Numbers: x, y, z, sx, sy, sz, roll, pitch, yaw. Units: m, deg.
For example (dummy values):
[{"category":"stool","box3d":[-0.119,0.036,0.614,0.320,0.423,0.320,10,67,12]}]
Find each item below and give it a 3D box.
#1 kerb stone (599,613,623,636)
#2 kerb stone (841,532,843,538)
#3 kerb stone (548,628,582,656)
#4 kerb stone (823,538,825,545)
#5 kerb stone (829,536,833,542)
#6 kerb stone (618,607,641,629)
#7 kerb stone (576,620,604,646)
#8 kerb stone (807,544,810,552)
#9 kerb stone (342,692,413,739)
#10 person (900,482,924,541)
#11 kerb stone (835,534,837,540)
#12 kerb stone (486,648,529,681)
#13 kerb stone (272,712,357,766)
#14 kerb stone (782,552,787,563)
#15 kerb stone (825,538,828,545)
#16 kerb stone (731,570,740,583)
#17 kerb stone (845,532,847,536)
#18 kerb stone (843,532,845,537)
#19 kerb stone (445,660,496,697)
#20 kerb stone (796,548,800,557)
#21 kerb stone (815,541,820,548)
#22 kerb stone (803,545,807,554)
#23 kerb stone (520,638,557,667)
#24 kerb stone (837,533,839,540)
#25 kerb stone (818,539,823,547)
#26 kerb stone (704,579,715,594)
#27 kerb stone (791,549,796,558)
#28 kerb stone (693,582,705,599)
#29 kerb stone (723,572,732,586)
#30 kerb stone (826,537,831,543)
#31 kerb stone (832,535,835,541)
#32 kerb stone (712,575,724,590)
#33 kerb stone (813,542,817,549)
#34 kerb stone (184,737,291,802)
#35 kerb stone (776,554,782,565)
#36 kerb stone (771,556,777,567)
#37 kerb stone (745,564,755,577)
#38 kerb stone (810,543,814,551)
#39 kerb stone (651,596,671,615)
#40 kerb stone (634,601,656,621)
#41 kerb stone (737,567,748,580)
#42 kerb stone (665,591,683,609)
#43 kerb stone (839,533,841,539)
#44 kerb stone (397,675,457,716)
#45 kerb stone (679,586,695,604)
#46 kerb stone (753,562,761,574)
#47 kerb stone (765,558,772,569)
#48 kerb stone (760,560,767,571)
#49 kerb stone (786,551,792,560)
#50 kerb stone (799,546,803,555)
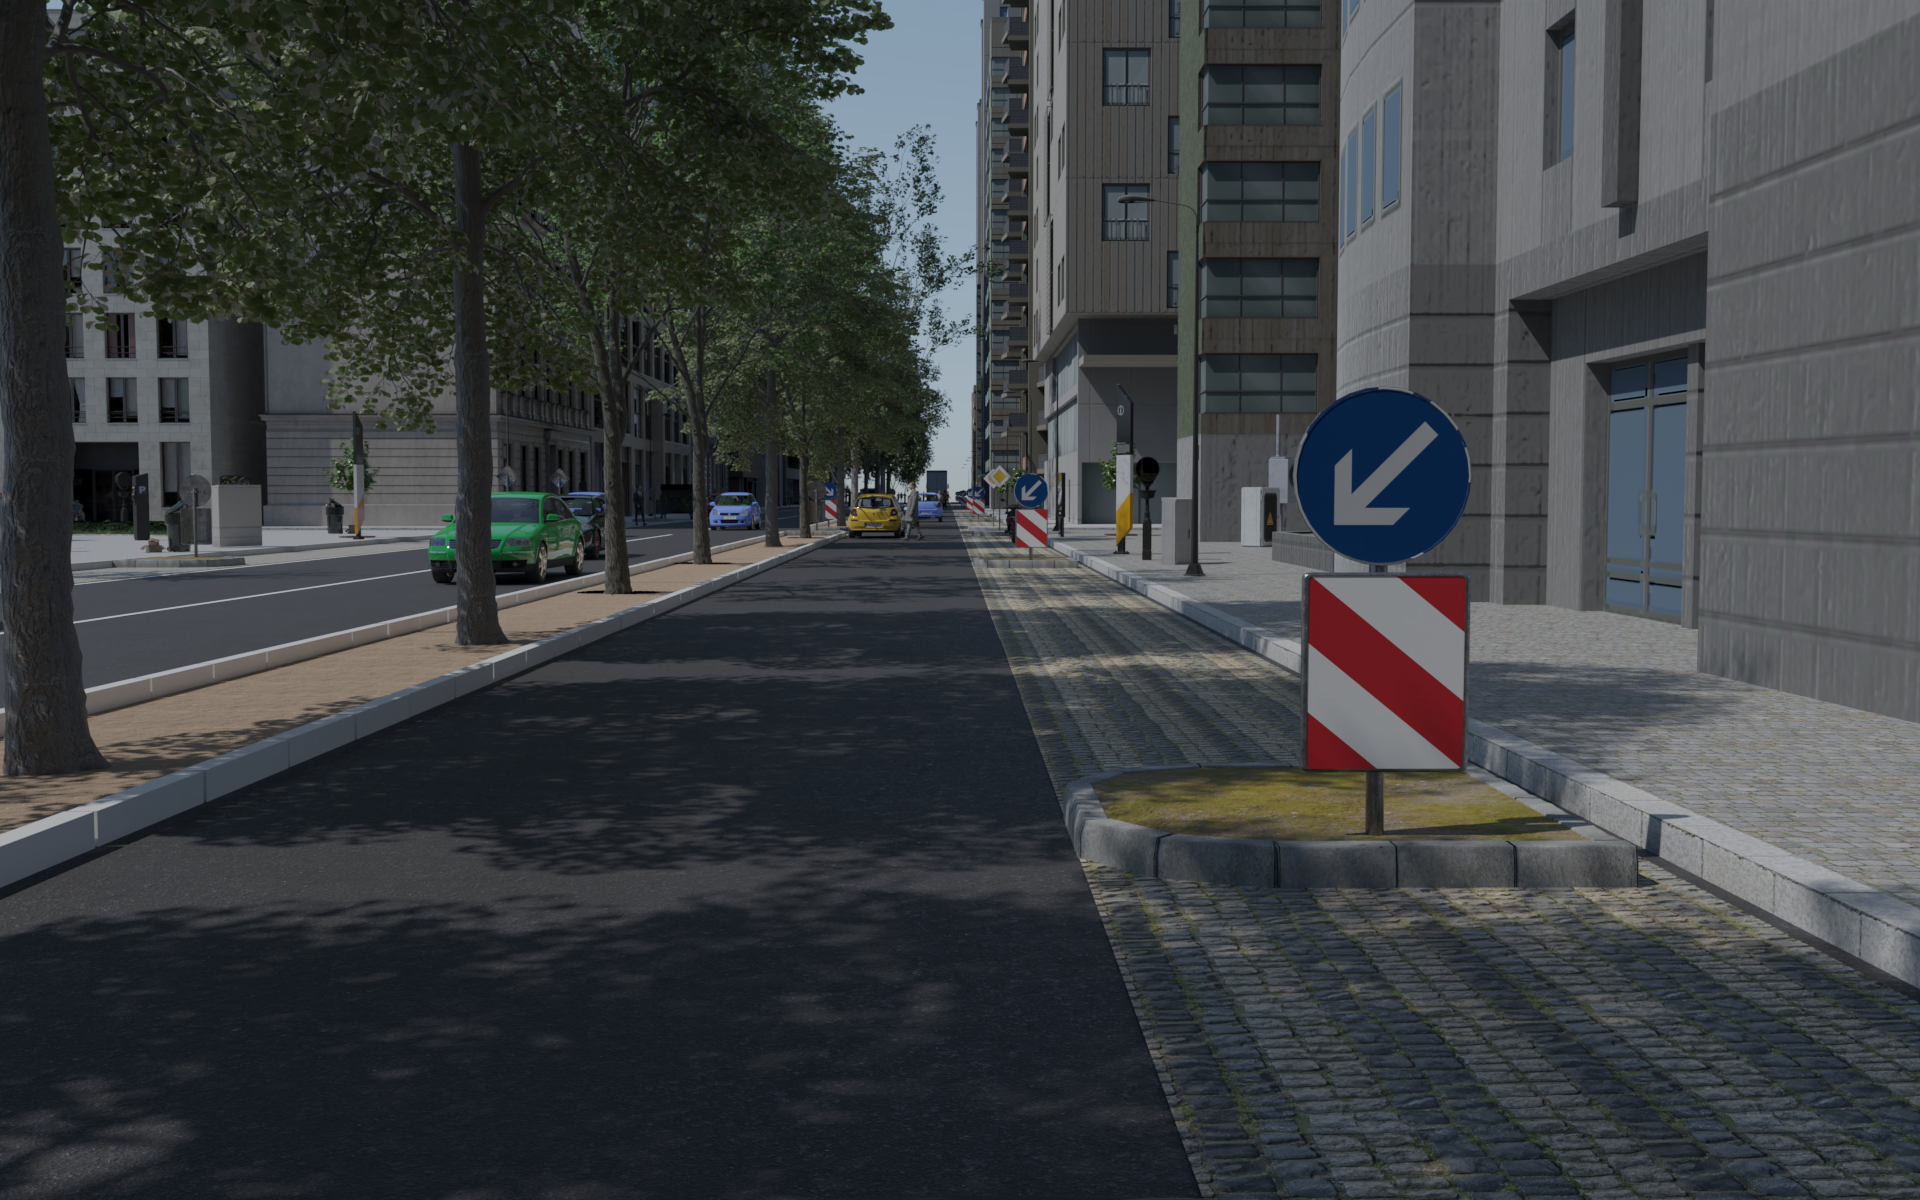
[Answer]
[{"category":"kerb stone","box3d":[-3.644,0.273,17.790,0.120,0.150,1.000,0,4,0]},{"category":"kerb stone","box3d":[-3.923,-2.048,55.684,0.120,0.150,1.000,0,4,0]},{"category":"kerb stone","box3d":[-3.626,0.395,15.743,0.120,0.150,1.000,0,4,0]},{"category":"kerb stone","box3d":[-3.860,-1.548,47.498,0.120,0.150,1.000,0,4,0]},{"category":"kerb stone","box3d":[-3.887,-1.731,50.570,0.120,0.150,1.000,0,4,0]},{"category":"kerb stone","box3d":[-3.646,0.207,18.812,0.120,0.150,1.000,0,4,0]},{"category":"kerb stone","box3d":[-3.629,0.332,16.765,0.120,0.150,1.000,0,4,0]},{"category":"kerb stone","box3d":[-3.828,-1.235,42.386,0.120,0.150,1.000,0,4,0]},{"category":"kerb stone","box3d":[-3.586,0.708,10.612,0.120,0.150,1.000,0,4,0]},{"category":"person","box3d":[-1.484,-2.734,53.300,0.767,1.812,0.694,0,4,-3]},{"category":"kerb stone","box3d":[-3.899,-1.861,52.615,0.120,0.150,1.000,0,4,0]},{"category":"kerb stone","box3d":[-3.613,0.520,13.693,0.120,0.150,1.000,0,4,0]},{"category":"kerb stone","box3d":[-3.580,0.772,9.580,0.120,0.150,1.000,0,4,0]},{"category":"kerb stone","box3d":[-3.773,-0.859,36.235,0.120,0.150,1.000,0,4,0]},{"category":"kerb stone","box3d":[-3.877,-1.605,48.520,0.120,0.150,1.000,0,4,0]},{"category":"kerb stone","box3d":[-3.721,-0.354,28.035,0.120,0.150,1.000,0,4,0]},{"category":"kerb stone","box3d":[-3.936,-2.163,57.739,0.120,0.150,1.000,0,4,0]},{"category":"kerb stone","box3d":[-3.931,-2.106,56.706,0.120,0.150,1.000,0,4,0]},{"category":"kerb stone","box3d":[-3.605,0.584,12.663,0.120,0.150,1.000,0,4,0]},{"category":"kerb stone","box3d":[-3.801,-1.040,39.319,0.120,0.150,1.000,0,4,0]},{"category":"kerb stone","box3d":[-3.843,-1.420,45.454,0.120,0.150,1.000,0,4,0]},{"category":"kerb stone","box3d":[-3.814,-1.172,41.363,0.120,0.150,1.000,0,4,0]},{"category":"kerb stone","box3d":[-3.622,0.457,14.716,0.120,0.150,1.000,0,4,0]},{"category":"kerb stone","box3d":[-3.911,-1.920,53.637,0.120,0.150,1.000,0,4,0]},{"category":"kerb stone","box3d":[-3.846,-1.485,46.476,0.120,0.150,1.000,0,4,0]},{"category":"kerb stone","box3d":[-3.699,-0.169,24.965,0.120,0.150,1.000,0,4,0]},{"category":"kerb stone","box3d":[-3.786,-0.984,38.291,0.120,0.150,1.000,0,4,0]},{"category":"kerb stone","box3d":[-3.685,-0.107,23.942,0.120,0.150,1.000,0,4,0]},{"category":"kerb stone","box3d":[-3.712,-0.295,27.012,0.120,0.150,1.000,0,4,0]},{"category":"kerb stone","box3d":[-3.870,-1.669,49.548,0.120,0.150,1.000,0,4,0]},{"category":"kerb stone","box3d":[-3.888,-1.797,51.592,0.120,0.150,1.000,0,4,0]},{"category":"kerb stone","box3d":[-3.698,-0.232,25.990,0.120,0.150,1.000,0,4,0]},{"category":"kerb stone","box3d":[-3.838,-1.360,44.430,0.120,0.150,1.000,0,4,0]},{"category":"kerb stone","box3d":[-3.568,0.834,8.552,0.120,0.150,1.000,0,4,0]},{"category":"kerb stone","box3d":[-3.770,-0.796,35.203,0.120,0.150,1.000,0,4,0]},{"category":"kerb stone","box3d":[-3.762,-0.733,34.177,0.120,0.150,1.000,0,4,0]},{"category":"kerb stone","box3d":[-3.729,-0.482,30.084,0.120,0.150,1.000,0,4,0]},{"category":"kerb stone","box3d":[-3.834,-1.293,43.408,0.120,0.150,1.000,0,4,0]},{"category":"kerb stone","box3d":[-3.658,0.081,20.874,0.120,0.150,1.000,0,4,0]},{"category":"kerb stone","box3d":[-3.655,0.144,19.845,0.120,0.150,1.000,0,4,0]},{"category":"kerb stone","box3d":[-3.723,-0.420,29.062,0.120,0.150,1.000,0,4,0]},{"category":"kerb stone","box3d":[-3.670,0.018,21.896,0.120,0.150,1.000,0,4,0]},{"category":"kerb stone","box3d":[-3.914,-1.986,54.661,0.120,0.150,1.000,0,4,0]},{"category":"kerb stone","box3d":[-3.598,0.646,11.634,0.120,0.150,1.000,0,4,0]},{"category":"kerb stone","box3d":[-3.676,-0.044,22.919,0.120,0.150,1.000,0,4,0]},{"category":"kerb stone","box3d":[-3.743,-0.545,31.110,0.120,0.150,1.000,0,4,0]},{"category":"kerb stone","box3d":[-3.752,-0.668,33.155,0.120,0.150,1.000,0,4,0]},{"category":"kerb stone","box3d":[-3.741,-0.605,32.132,0.120,0.150,1.000,0,4,0]},{"category":"kerb stone","box3d":[-3.781,-0.917,37.264,0.120,0.150,1.000,0,4,0]},{"category":"kerb stone","box3d":[-3.810,-1.110,40.341,0.120,0.150,1.000,0,4,0]}]
